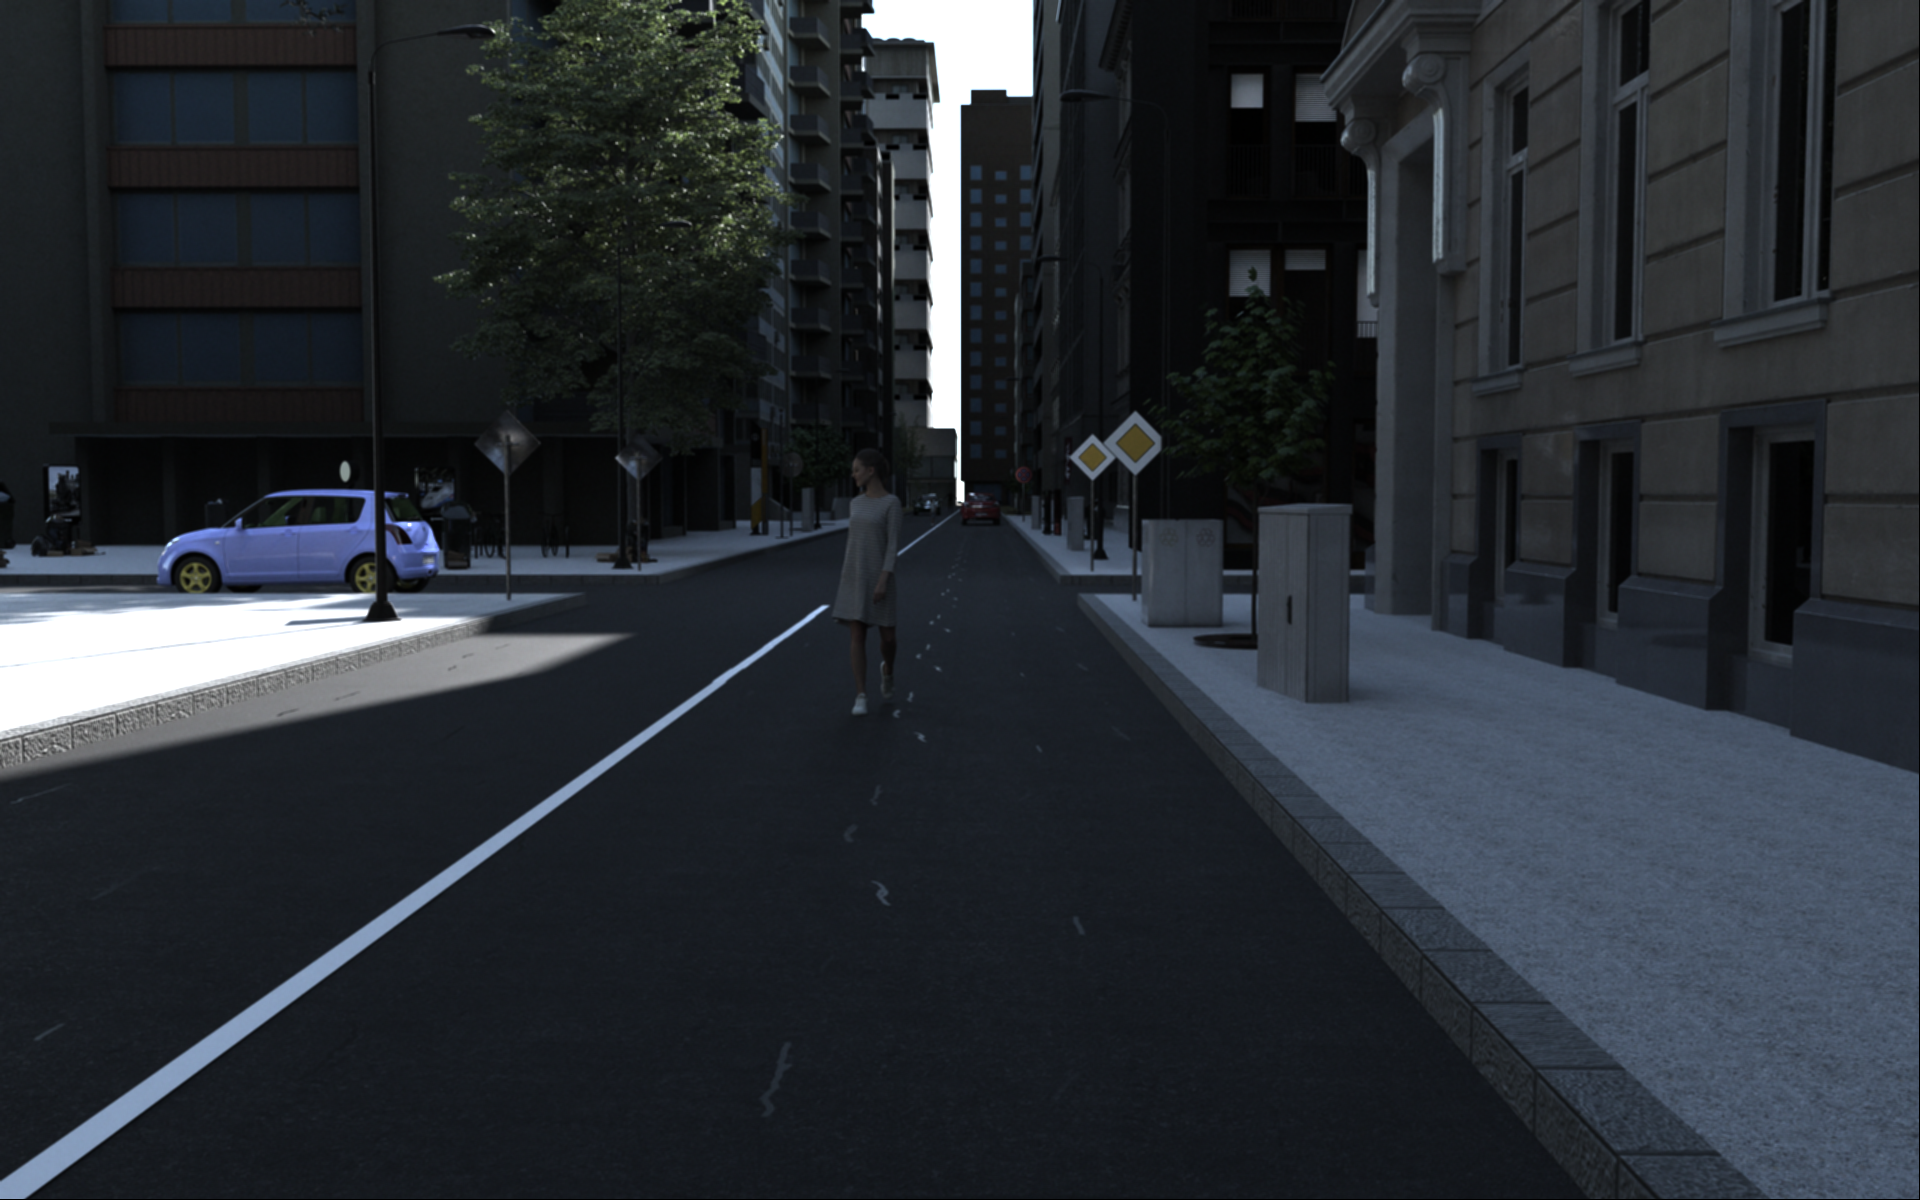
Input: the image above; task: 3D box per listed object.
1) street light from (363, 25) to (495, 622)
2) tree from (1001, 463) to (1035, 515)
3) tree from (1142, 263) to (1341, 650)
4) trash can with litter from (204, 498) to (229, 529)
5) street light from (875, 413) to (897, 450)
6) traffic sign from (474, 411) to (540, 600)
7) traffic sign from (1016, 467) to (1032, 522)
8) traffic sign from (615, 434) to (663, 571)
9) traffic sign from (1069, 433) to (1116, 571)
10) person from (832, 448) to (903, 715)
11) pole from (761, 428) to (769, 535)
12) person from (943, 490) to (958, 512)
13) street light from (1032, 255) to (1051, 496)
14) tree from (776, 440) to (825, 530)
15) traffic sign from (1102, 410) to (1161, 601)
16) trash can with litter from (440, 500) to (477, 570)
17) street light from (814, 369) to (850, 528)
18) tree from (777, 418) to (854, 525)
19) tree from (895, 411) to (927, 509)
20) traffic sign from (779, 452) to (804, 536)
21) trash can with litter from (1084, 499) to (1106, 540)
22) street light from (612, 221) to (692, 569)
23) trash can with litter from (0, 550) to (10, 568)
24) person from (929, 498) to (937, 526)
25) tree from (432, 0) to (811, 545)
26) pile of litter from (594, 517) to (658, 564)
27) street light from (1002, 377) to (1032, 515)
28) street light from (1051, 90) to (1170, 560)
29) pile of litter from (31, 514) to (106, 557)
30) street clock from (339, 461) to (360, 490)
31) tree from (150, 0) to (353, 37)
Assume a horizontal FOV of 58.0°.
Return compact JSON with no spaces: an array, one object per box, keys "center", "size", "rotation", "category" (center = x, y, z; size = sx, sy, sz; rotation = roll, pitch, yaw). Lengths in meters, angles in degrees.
[{"center":[-5.308,-2.740,17.334],"size":[1.470,5.913,1.316],"rotation":[0,4,1],"category":"street light"},{"center":[3.860,-7.584,118.594],"size":[1.663,3.219,1.824],"rotation":[0,3,0],"category":"tree"},{"center":[2.375,-1.229,14.696],"size":[1.663,3.219,1.824],"rotation":[0,3,0],"category":"tree"},{"center":[-14.767,-1.468,35.065],"size":[2.233,1.210,1.678],"rotation":[1,4,12],"category":"trash can with litter"},{"center":[-4.314,-7.756,99.357],"size":[1.470,5.913,1.316],"rotation":[0,4,1],"category":"street light"},{"center":[-5.449,-1.054,20.868],"size":[0.795,2.450,0.064],"rotation":[0,4,1],"category":"traffic sign"},{"center":[2.952,-4.899,80.210],"size":[0.768,2.556,0.104],"rotation":[0,4,1],"category":"traffic sign"},{"center":[-5.348,-1.542,28.852],"size":[0.795,2.450,0.064],"rotation":[0,4,1],"category":"traffic sign"},{"center":[2.195,-1.535,28.737],"size":[0.795,2.450,0.064],"rotation":[0,4,1],"category":"traffic sign"},{"center":[-0.596,-0.138,11.511],"size":[0.466,1.731,0.760],"rotation":[0,4,4],"category":"person"},{"center":[-6.071,-3.673,53.889],"size":[0.158,3.312,0.155],"rotation":[0,3,0],"category":"pole"},{"center":[-0.754,-7.930,138.672],"size":[1.217,1.766,0.721],"rotation":[0,4,4],"category":"person"},{"center":[2.207,-3.750,33.850],"size":[1.470,5.913,1.316],"rotation":[0,4,1],"category":"street light"},{"center":[-5.546,-4.105,61.714],"size":[1.663,3.219,1.824],"rotation":[0,3,0],"category":"tree"},{"center":[2.094,-1.047,20.753],"size":[0.795,2.450,0.064],"rotation":[0,4,1],"category":"traffic sign"},{"center":[-8.600,-1.127,29.810],"size":[0.624,1.170,1.055],"rotation":[-1,4,-19],"category":"trash can with litter"},{"center":[-4.787,-5.628,64.563],"size":[1.470,5.913,1.316],"rotation":[0,4,1],"category":"street light"},{"center":[-6.016,-5.464,73.051],"size":[4.285,4.588,4.351],"rotation":[0,3,0],"category":"tree"},{"center":[-4.634,-12.345,152.205],"size":[4.737,8.622,4.395],"rotation":[0,3,0],"category":"tree"},{"center":[-5.141,-3.217,52.710],"size":[0.768,2.556,0.104],"rotation":[1,4,8],"category":"traffic sign"},{"center":[3.546,-2.267,48.459],"size":[1.055,1.170,0.624],"rotation":[2,4,30],"category":"trash can with litter"},{"center":[-5.259,-3.489,29.583],"size":[1.470,5.913,1.316],"rotation":[0,4,1],"category":"street light"},{"center":[-16.890,-1.126,29.793],"size":[0.624,1.170,1.055],"rotation":[0,4,0],"category":"trash can with litter"},{"center":[-1.220,-4.003,78.628],"size":[0.352,1.250,0.332],"rotation":[0,4,-7],"category":"person"},{"center":[-6.934,-7.207,35.967],"size":[7.486,12.596,7.792],"rotation":[0,3,0],"category":"tree"},{"center":[-6.313,-1.146,32.701],"size":[1.176,0.858,1.719],"rotation":[-1,4,-10],"category":"pile of litter"},{"center":[2.519,-5.906,69.097],"size":[1.470,5.913,1.316],"rotation":[0,4,1],"category":"street light"},{"center":[1.845,-2.908,20.085],"size":[1.470,5.913,1.316],"rotation":[0,4,1],"category":"street light"},{"center":[-18.593,-1.356,36.132],"size":[1.176,0.858,1.719],"rotation":[2,4,29],"category":"pile of litter"},{"center":[-13.201,-2.014,37.501],"size":[0.471,2.002,0.358],"rotation":[3,5,41],"category":"street clock"},{"center":[-6.872,-6.065,9.533],"size":[12.009,13.543,11.850],"rotation":[0,3,0],"category":"tree"}]
